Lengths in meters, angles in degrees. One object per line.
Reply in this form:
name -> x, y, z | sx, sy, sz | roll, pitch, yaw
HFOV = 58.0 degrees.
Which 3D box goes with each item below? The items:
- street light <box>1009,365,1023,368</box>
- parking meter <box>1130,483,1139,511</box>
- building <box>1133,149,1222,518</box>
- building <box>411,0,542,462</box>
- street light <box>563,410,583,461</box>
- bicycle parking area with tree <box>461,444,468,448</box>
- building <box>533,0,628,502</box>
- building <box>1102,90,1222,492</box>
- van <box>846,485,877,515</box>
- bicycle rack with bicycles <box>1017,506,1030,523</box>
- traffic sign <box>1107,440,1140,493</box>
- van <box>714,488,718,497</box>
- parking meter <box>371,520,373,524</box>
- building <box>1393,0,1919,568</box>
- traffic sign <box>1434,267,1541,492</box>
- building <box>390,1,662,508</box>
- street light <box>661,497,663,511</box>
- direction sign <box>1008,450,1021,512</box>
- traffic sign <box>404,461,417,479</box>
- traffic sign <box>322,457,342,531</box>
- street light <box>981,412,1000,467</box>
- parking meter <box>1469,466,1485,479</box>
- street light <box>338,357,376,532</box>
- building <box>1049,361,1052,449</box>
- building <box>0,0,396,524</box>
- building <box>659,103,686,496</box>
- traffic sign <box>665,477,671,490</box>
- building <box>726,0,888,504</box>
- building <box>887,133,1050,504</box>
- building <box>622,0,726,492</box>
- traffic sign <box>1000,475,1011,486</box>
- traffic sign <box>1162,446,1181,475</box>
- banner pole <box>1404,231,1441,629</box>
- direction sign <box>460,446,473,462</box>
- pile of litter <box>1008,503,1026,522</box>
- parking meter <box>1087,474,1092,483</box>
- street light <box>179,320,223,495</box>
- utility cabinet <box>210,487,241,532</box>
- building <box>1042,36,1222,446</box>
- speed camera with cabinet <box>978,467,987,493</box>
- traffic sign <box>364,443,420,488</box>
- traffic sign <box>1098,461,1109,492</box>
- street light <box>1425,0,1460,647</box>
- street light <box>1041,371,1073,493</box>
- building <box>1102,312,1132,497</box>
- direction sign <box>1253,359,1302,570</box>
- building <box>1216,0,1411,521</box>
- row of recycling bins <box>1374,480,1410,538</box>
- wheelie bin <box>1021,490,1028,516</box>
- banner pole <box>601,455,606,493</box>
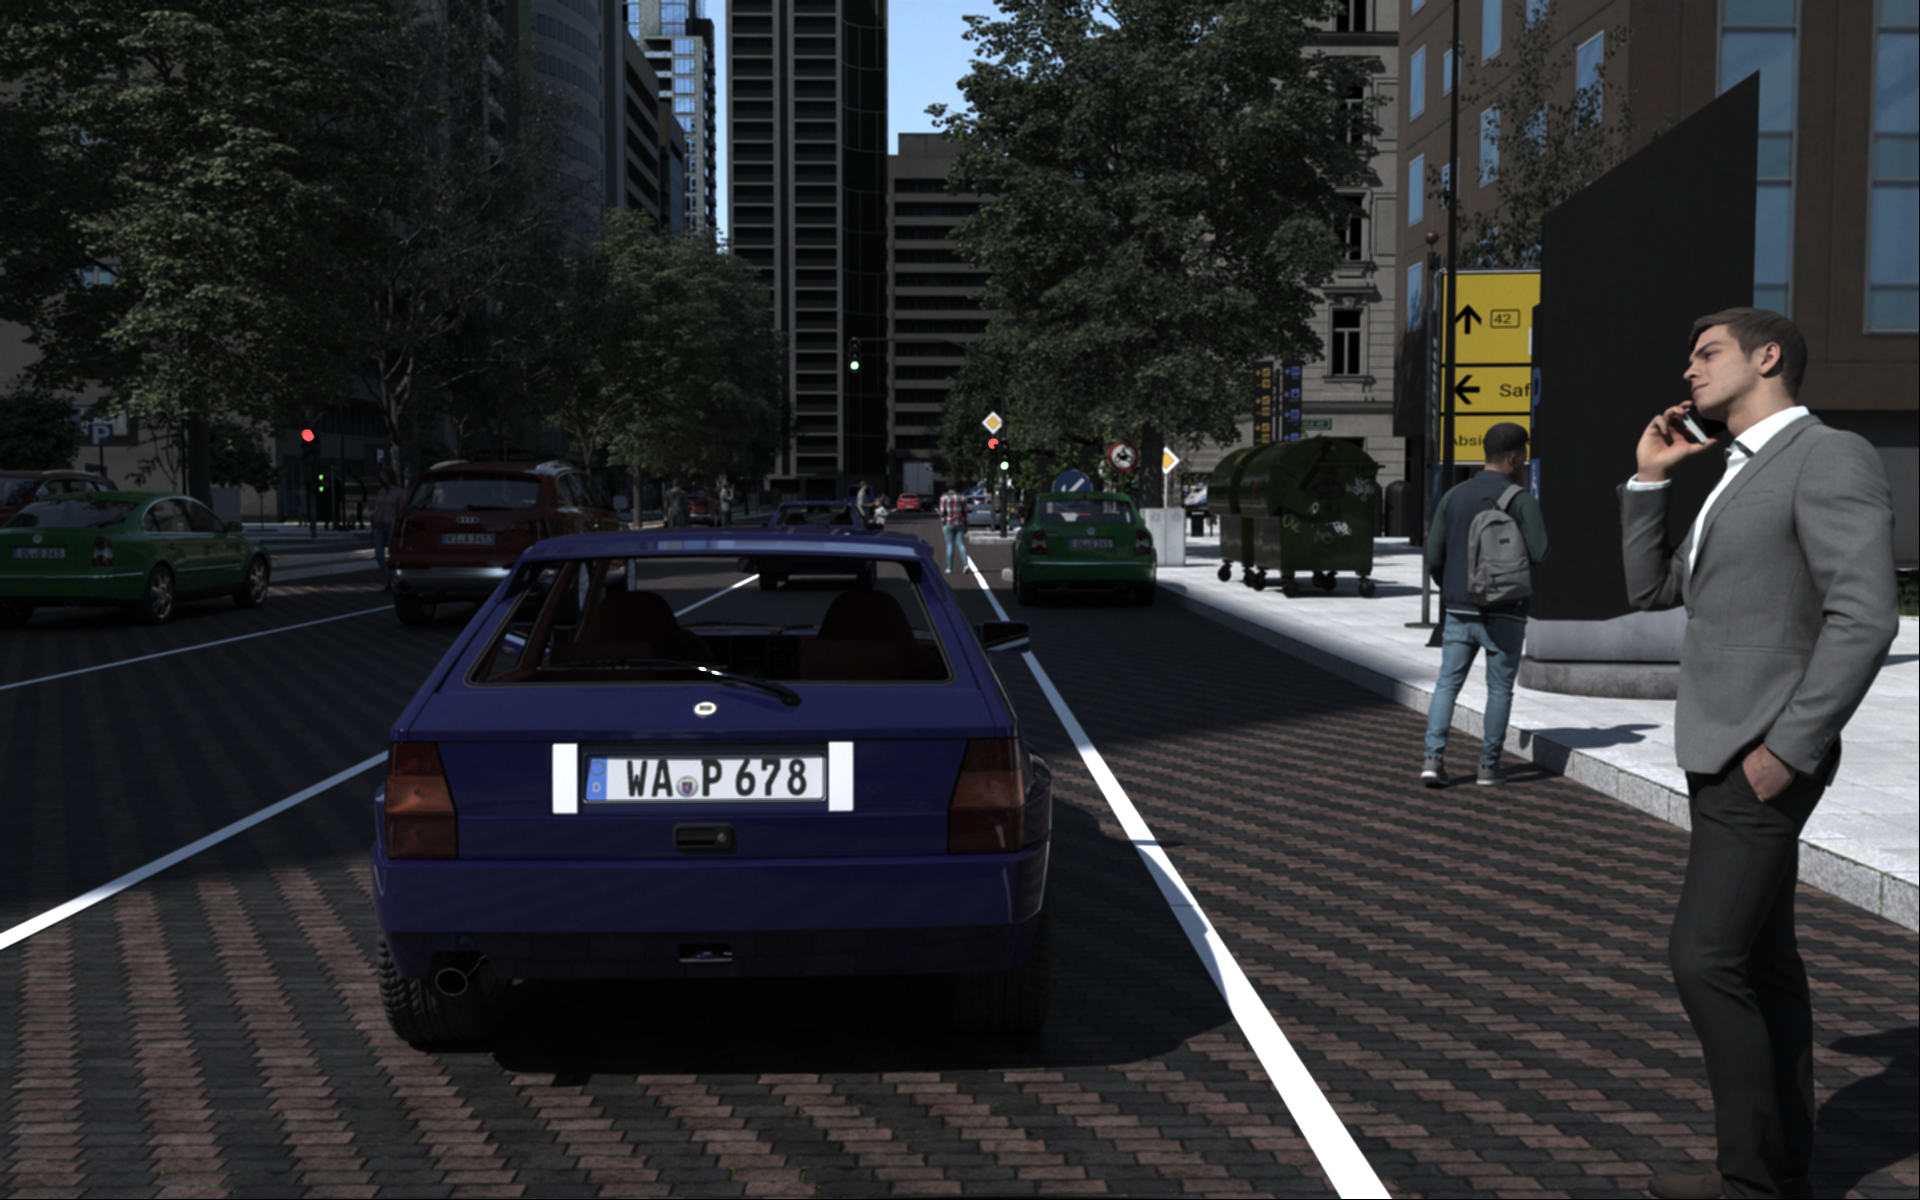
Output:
street light -> 2.448, -5.499, 62.452 | 1.470, 5.913, 1.316 | 0, 4, -1
parking meter -> 4.159, -1.961, 40.475 | 0.372, 1.533, 0.369 | 0, 3, 0
building -> 16.246, -16.188, 100.825 | 11.583, 22.565, 21.152 | 0, 4, -1
building -> -35.674, -26.160, 111.315 | 14.154, 41.232, 14.086 | 0, 4, -1
street light -> -21.071, -7.456, 94.448 | 1.470, 5.913, 1.316 | 0, 4, -1
bicycle parking area with tree -> -31.156, -6.937, 100.414 | 8.231, 4.147, 9.016 | 1, 4, 18
building -> -41.390, -36.991, 146.800 | 21.231, 58.520, 28.212 | 0, 4, -1
building -> 26.271, -28.538, 158.482 | 32.217, 40.220, 23.993 | 0, 4, -1
van -> -6.977, -7.169, 121.597 | 2.240, 2.365, 5.245 | 0, 4, -2
bicycle rack with bicycles -> 4.051, -3.832, 76.030 | 2.925, 0.926, 2.852 | 0, 4, 6
traffic sign -> 3.864, -2.502, 41.014 | 0.768, 2.556, 0.104 | 1, 4, 8
van -> -17.575, -6.859, 119.158 | 2.013, 2.044, 4.112 | 0, 4, -2
parking meter -> -22.862, -3.628, 67.737 | 0.372, 1.533, 0.369 | 0, 3, 0
building -> 17.813, -23.540, 34.982 | 14.600, 45.320, 14.200 | 0, 4, -1
traffic sign -> 5.442, -1.331, 15.638 | 2.265, 3.308, 0.079 | 0, 4, 6
building -> -42.126, -33.580, 172.742 | 21.300, 48.544, 21.600 | 0, 4, -1
street light -> -21.800, -9.629, 129.976 | 1.470, 5.913, 1.316 | 0, 4, -1
direction sign -> 2.805, -5.942, 89.151 | 0.876, 3.537, 0.379 | -3, 5, -43
traffic sign -> -21.904, -4.216, 68.665 | 0.795, 2.593, 0.064 | 1, 4, 8
traffic sign -> -21.534, -3.631, 59.473 | 0.768, 2.556, 0.104 | 0, 4, 4
street light -> 1.913, -7.672, 97.984 | 1.470, 5.913, 1.316 | 0, 4, -1
parking meter -> 6.404, -0.956, 21.339 | 0.255, 1.863, 0.399 | 1, 4, 14
street light -> -20.349, -5.262, 58.579 | 1.470, 5.913, 1.316 | 0, 4, -1
building -> 23.646, -33.628, 241.702 | 23.993, 40.220, 32.217 | 0, 4, -1
building -> -40.447, -28.145, 83.880 | 21.300, 48.544, 21.600 | 0, 4, -1
building -> -38.884, -33.305, 194.649 | 14.200, 45.320, 14.600 | 0, 4, -1
traffic sign -> -22.289, -8.103, 132.597 | 0.768, 2.556, 0.104 | 0, 4, 6
building -> -20.130, -48.652, 233.713 | 20.611, 71.187, 20.563 | 0, 4, -1
building -> 0.956, -37.426, 235.622 | 21.600, 48.544, 21.300 | 0, 4, -1
building -> -45.946, -56.324, 233.570 | 31.000, 86.520, 22.319 | 0, 4, -1
traffic sign -> 2.458, -5.563, 93.093 | 0.606, 2.300, 0.079 | 0, 4, 1
traffic sign -> 5.660, -2.921, 47.495 | 0.795, 2.593, 0.064 | 0, 4, 6
banner pole -> 4.456, -1.611, 16.354 | 0.401, 3.779, 0.863 | 1, 4, 8
direction sign -> -23.363, -5.512, 82.113 | 0.379, 3.537, 0.876 | 1, 4, 23
pile of litter -> 2.934, -4.076, 80.606 | 1.719, 0.858, 1.176 | 0, 4, -5
parking meter -> 3.563, -2.690, 49.700 | 0.399, 1.863, 0.255 | 0, 4, -3
street light -> -20.234, -4.512, 46.305 | 1.470, 5.913, 1.316 | 0, 4, -1
utility cabinet -> -24.781, -3.022, 58.089 | 1.173, 1.500, 0.318 | -2, 4, -30
building -> 20.487, -34.674, 186.535 | 23.786, 49.044, 30.456 | 0, 4, -1
speed camera with cabinet -> 2.358, -8.213, 128.625 | 2.038, 3.252, 0.660 | 1, 4, 11
traffic sign -> -22.783, -4.625, 69.497 | 2.265, 3.308, 0.079 | 0, 4, 4
traffic sign -> 5.308, -3.786, 62.004 | 0.768, 2.556, 0.104 | 0, 3, 0
street light -> 3.552, -2.561, 14.421 | 1.470, 5.913, 1.316 | 0, 4, -1
street light -> 2.713, -4.771, 50.546 | 1.470, 5.913, 1.316 | 0, 4, -1
building -> 18.641, -15.811, 125.969 | 16.820, 18.784, 16.811 | 0, 4, -1
direction sign -> 5.387, -2.291, 29.454 | 0.876, 3.537, 0.379 | 3, 4, 36
building -> 33.913, -18.233, 74.525 | 44.131, 29.872, 17.030 | 0, 4, -1
row of recycling bins -> 11.733, -2.715, 51.497 | 3.534, 1.692, 1.069 | 0, 4, 2
wheelie bin -> 3.931, -5.518, 98.125 | 0.980, 1.594, 0.693 | -2, 4, -33
banner pole -> -22.583, -7.327, 109.810 | 0.401, 3.779, 0.863 | -2, 4, -35
